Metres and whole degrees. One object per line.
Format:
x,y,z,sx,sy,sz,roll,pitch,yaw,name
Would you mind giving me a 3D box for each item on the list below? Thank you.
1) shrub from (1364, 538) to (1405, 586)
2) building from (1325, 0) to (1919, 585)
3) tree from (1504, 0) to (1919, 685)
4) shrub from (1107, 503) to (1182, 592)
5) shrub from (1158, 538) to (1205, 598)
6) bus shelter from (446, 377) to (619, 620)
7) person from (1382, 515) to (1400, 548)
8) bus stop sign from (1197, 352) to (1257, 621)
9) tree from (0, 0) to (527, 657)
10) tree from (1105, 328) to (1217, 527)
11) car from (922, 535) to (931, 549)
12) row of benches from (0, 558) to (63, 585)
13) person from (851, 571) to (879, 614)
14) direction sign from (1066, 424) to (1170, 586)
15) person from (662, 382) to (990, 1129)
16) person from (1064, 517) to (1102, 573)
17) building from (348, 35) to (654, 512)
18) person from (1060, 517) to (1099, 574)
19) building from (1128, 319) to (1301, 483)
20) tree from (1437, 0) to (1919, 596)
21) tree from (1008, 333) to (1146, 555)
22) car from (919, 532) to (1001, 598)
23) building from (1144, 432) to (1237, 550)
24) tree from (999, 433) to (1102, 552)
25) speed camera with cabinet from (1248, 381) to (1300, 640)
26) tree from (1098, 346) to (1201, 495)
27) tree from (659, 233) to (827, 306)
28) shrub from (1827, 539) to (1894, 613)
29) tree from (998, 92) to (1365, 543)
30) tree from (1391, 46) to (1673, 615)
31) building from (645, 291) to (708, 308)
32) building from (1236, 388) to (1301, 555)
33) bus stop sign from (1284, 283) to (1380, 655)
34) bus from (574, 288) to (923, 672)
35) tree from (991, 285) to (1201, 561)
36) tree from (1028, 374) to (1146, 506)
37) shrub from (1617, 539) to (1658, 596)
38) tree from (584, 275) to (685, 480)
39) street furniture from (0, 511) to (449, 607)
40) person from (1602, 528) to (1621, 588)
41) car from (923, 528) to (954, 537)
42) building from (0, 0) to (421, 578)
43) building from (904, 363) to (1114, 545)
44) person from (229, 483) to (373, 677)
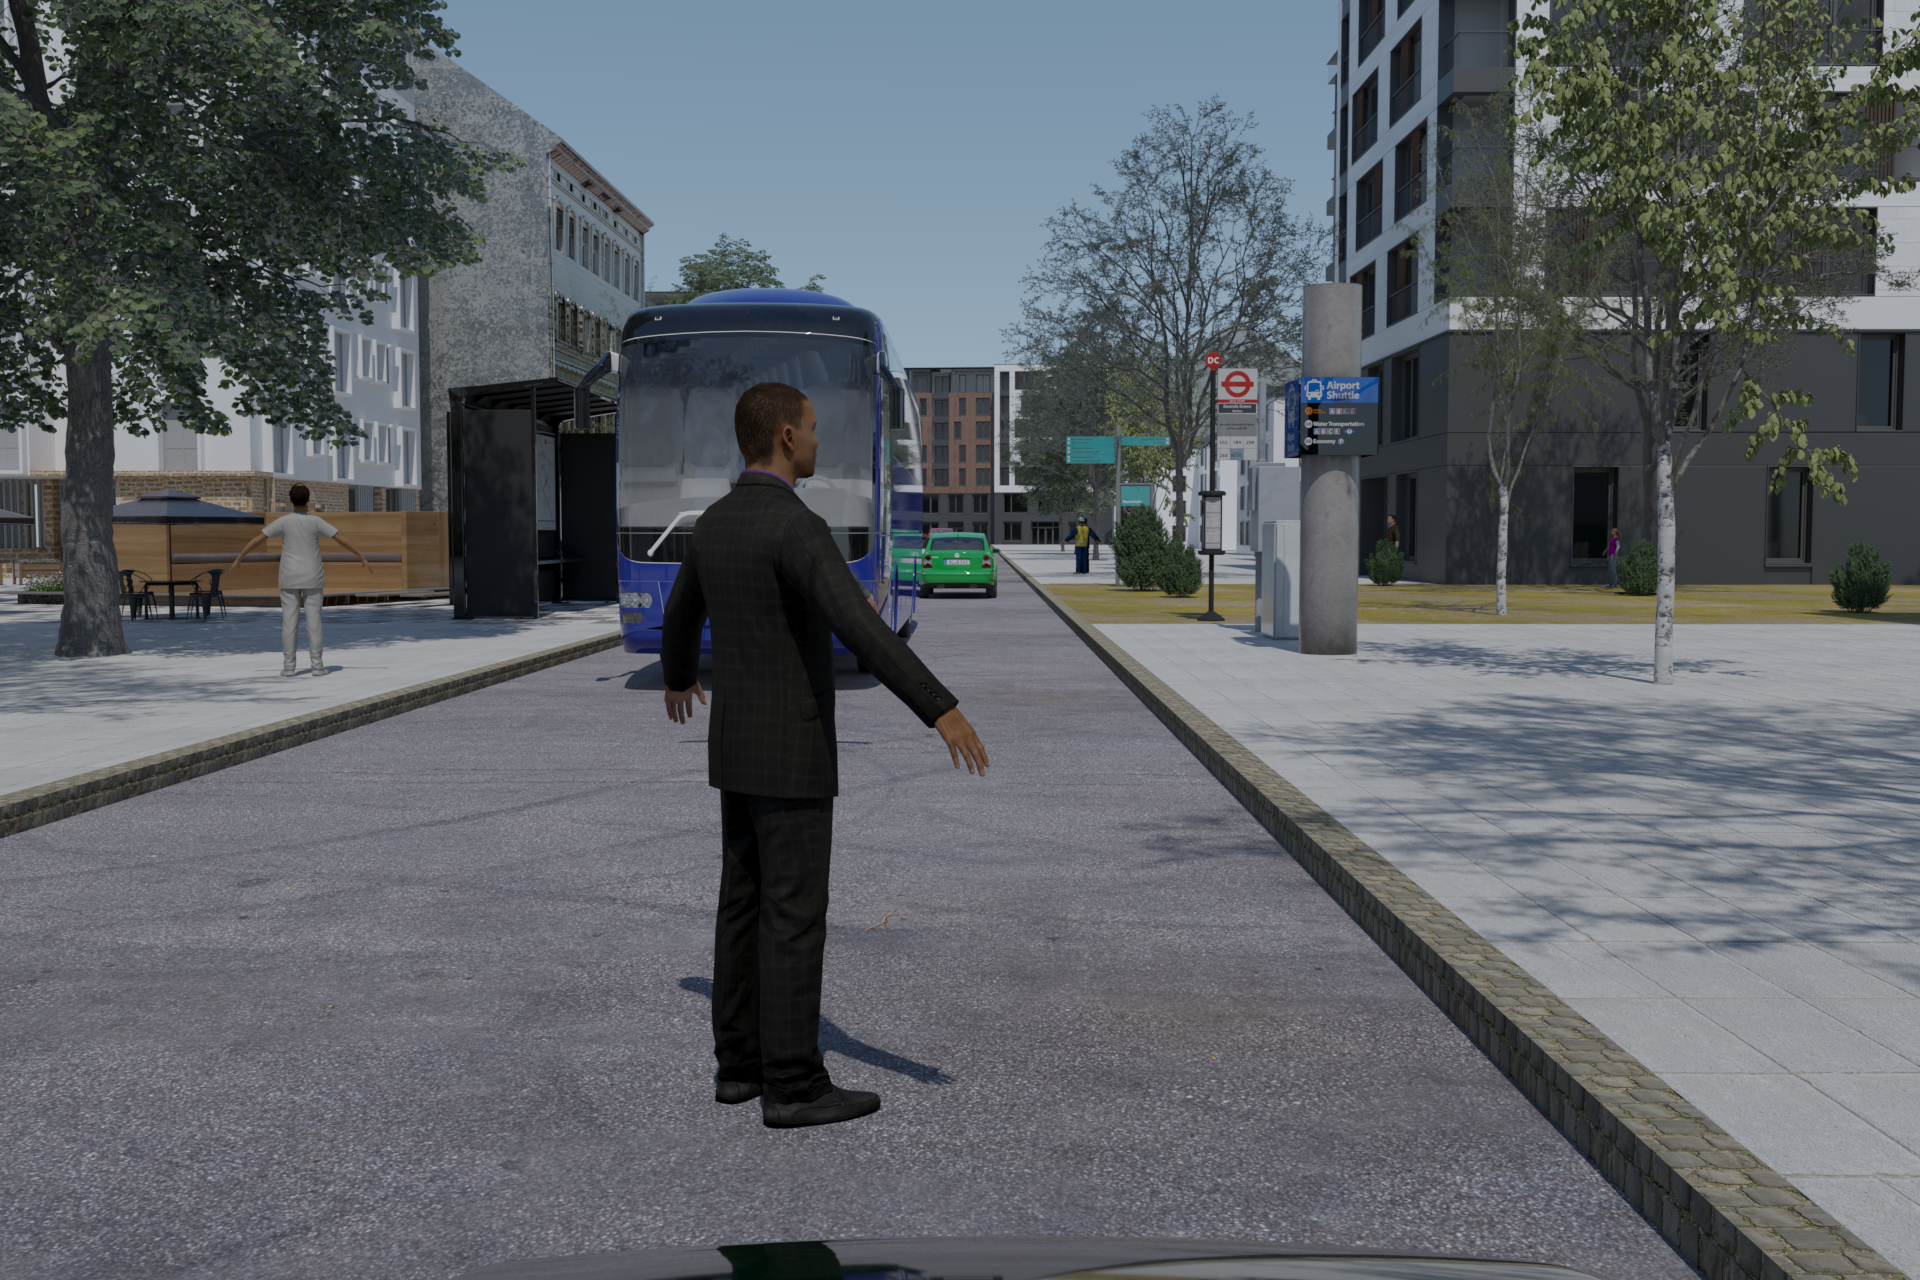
10.486,-1.934,42.743,1.383,1.207,1.383,0,3,0,shrub
26.321,-13.171,59.323,27.936,21.610,32.646,0,4,0,building
6.090,-3.911,14.316,4.737,8.622,4.395,0,3,0,tree
4.143,-2.101,38.769,1.690,2.028,1.600,0,3,0,shrub
4.454,-1.454,34.887,1.383,1.207,1.383,0,3,0,shrub
-6.831,-2.308,29.019,1.731,3.624,6.357,0,4,1,bus shelter
11.717,-2.508,47.139,0.704,1.812,1.346,0,4,-7,person
3.936,-2.252,25.520,0.855,3.939,0.416,0,4,0,bus stop sign
-9.245,-6.816,18.091,9.857,13.997,8.962,0,3,0,tree
6.825,-6.778,61.183,4.737,8.622,4.395,0,3,0,tree
-0.427,-2.666,53.380,2.009,1.686,4.222,0,3,0,car
-23.556,-1.751,44.099,4.104,0.672,1.422,-3,5,-43,row of benches
-1.198,-0.146,11.118,1.348,1.796,0.705,0,4,3,person
3.861,-3.240,41.740,2.525,3.948,1.411,0,4,-1,direction sign
-0.436,0.268,4.304,0.704,1.802,1.346,-3,4,-38,person
4.056,-3.113,56.825,1.347,1.837,0.705,-1,4,-18,person
-24.771,-14.961,75.542,19.493,23.208,18.063,0,4,1,building
3.855,-3.017,55.299,1.349,1.833,0.705,-1,4,-23,person
28.218,-21.701,185.744,19.493,23.208,18.063,0,4,0,building
14.588,-7.696,36.207,12.009,13.543,11.850,0,3,0,tree
7.322,-12.247,106.898,9.857,13.997,8.962,0,3,0,tree
-0.030,-1.917,40.134,1.959,1.807,4.718,0,4,1,car
21.984,-13.018,154.990,9.099,9.664,28.070,0,4,1,building
7.358,-11.675,125.304,8.767,10.594,7.601,-1,4,-20,tree
4.094,-1.682,21.844,0.660,3.252,2.038,0,4,1,speed camera with cabinet
7.256,-7.260,69.069,4.737,8.622,4.395,0,3,0,tree
-8.891,-10.196,73.354,9.857,13.997,8.962,0,3,0,tree
14.700,-1.050,28.288,1.383,1.207,1.383,0,3,0,shrub
6.254,-8.464,48.757,12.009,13.543,11.850,0,3,0,tree
8.343,-4.700,27.203,4.360,8.622,3.978,0,3,0,tree
-25.778,-19.467,162.264,27.936,21.610,32.646,0,4,1,building
22.209,-9.552,98.328,9.099,9.664,28.070,0,4,1,building
3.956,-1.804,18.516,0.837,3.901,0.837,0,4,0,bus stop sign
-1.889,-1.814,21.205,2.896,3.916,12.251,0,4,0,bus
6.691,-10.596,83.610,12.009,13.543,11.850,0,3,0,tree
7.242,-9.847,95.418,7.601,10.594,8.767,-1,4,-15,tree
14.100,-1.513,35.847,1.383,1.207,1.383,0,3,0,shrub
-9.303,-6.086,49.870,4.360,8.622,3.978,0,3,0,tree
-13.741,-1.726,35.072,11.010,1.723,9.812,1,4,15,street furniture
15.545,-1.964,41.380,0.599,1.433,0.991,0,4,4,person
-1.174,-6.160,109.395,2.281,1.827,5.304,0,4,0,car
-25.250,-11.928,51.447,16.016,20.090,11.380,0,4,1,building
3.277,-22.886,220.610,32.646,21.610,27.936,0,4,6,building
-5.957,-0.545,15.679,1.217,1.739,0.721,-1,4,-18,person
